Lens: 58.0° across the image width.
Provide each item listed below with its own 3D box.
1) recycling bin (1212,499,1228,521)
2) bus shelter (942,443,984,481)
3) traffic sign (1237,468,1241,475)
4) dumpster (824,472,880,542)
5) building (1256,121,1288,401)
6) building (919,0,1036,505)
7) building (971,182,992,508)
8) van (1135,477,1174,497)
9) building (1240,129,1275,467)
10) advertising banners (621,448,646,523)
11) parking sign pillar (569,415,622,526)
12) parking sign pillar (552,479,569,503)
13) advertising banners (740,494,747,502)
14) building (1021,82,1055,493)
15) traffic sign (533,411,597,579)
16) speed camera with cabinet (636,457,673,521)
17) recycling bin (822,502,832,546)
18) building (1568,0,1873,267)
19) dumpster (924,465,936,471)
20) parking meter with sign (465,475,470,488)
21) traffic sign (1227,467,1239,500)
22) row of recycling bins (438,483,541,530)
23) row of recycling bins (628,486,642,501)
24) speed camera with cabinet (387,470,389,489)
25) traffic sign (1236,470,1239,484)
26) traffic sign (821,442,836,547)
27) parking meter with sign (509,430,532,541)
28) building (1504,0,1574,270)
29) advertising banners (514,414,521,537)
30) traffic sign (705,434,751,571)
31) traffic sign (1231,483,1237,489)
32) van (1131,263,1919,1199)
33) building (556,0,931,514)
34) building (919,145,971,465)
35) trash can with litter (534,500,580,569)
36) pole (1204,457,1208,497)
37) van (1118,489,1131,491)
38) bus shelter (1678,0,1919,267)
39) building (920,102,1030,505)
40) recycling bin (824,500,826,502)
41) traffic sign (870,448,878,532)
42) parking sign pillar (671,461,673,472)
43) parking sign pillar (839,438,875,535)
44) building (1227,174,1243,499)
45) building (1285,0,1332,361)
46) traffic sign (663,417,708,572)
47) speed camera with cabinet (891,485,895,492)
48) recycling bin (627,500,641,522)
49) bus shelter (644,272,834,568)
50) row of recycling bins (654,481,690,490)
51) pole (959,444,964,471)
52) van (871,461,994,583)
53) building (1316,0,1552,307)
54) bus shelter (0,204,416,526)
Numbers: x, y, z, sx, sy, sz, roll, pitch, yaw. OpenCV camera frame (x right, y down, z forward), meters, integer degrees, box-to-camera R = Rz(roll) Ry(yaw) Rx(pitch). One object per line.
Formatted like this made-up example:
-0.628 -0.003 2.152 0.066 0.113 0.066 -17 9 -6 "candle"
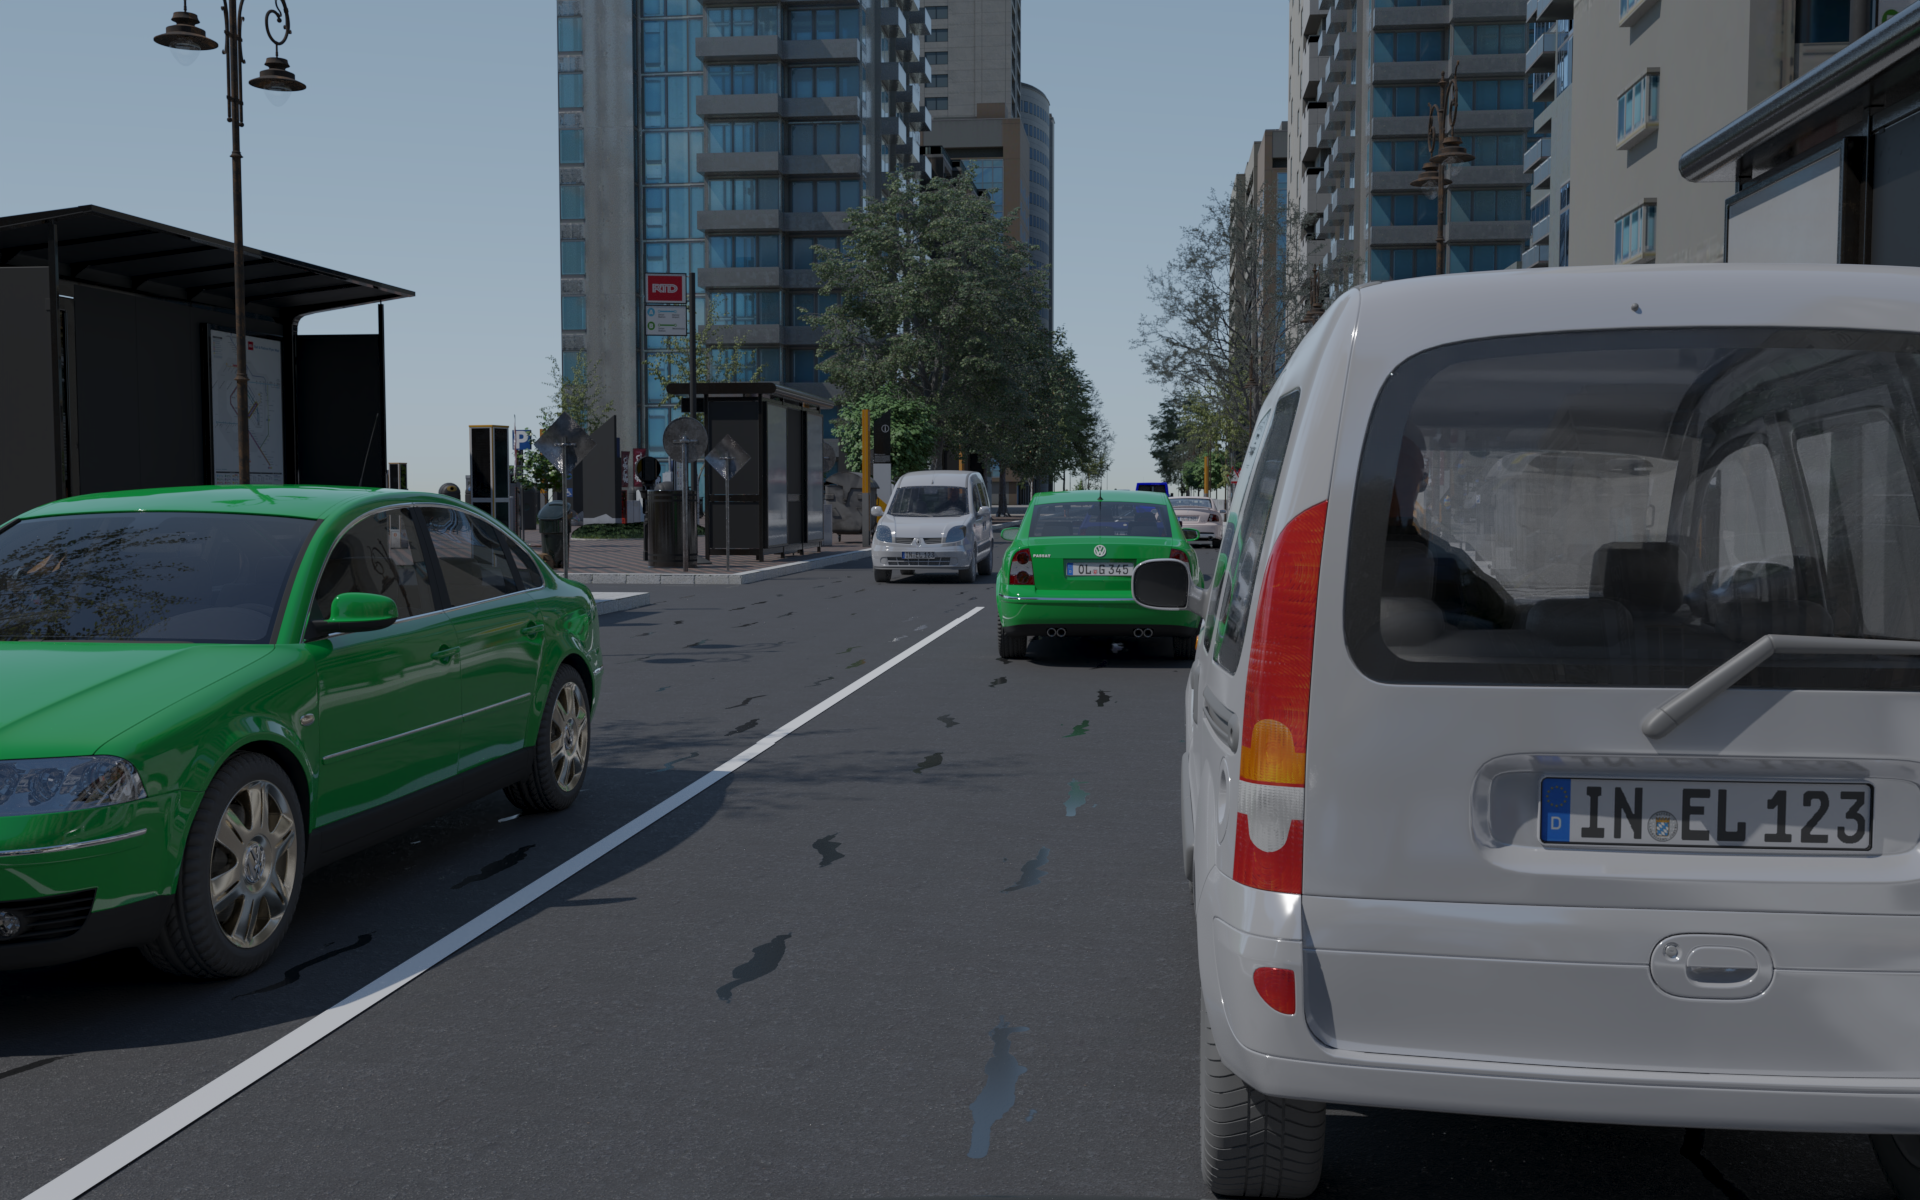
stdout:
12.251 -4.215 81.477 0.722 1.027 0.722 2 4 32 "recycling bin"
0.246 -5.195 76.223 1.731 3.624 6.357 0 4 7 "bus shelter"
14.026 -5.300 86.660 0.884 2.594 0.081 1 4 14 "traffic sign"
-2.876 -2.445 45.735 1.264 1.857 1.865 0 4 6 "dumpster"
42.952 -34.123 208.029 14.600 45.320 14.200 0 4 7 "building"
-0.617 -47.843 220.491 20.563 71.187 20.611 0 4 7 "building"
-4.745 -23.625 157.963 14.160 30.474 14.107 0 4 7 "building"
10.266 -5.385 92.424 2.240 2.365 5.245 0 4 7 "van"
48.264 -36.800 225.387 21.300 48.544 21.600 0 4 7 "building"
-12.946 -4.265 65.926 2.074 3.025 0.090 0 4 4 "advertising banners"
-12.279 -4.339 59.415 1.447 3.967 1.447 1 4 22 "parking sign pillar"
-15.520 -4.970 69.724 1.447 3.967 1.447 1 4 10 "parking sign pillar"
-10.010 -5.330 83.332 0.090 3.025 2.074 -3 4 -39 "advertising banners"
1.963 -43.012 245.245 21.231 58.520 28.212 0 4 7 "building"
-4.803 -1.066 21.076 0.795 2.450 0.064 0 4 7 "traffic sign"
-12.407 -4.728 71.643 0.660 3.252 2.038 3 5 41 "speed camera with cabinet"
-3.637 -1.843 42.694 0.722 1.027 0.722 3 4 37 "recycling bin"
27.235 -25.629 42.733 21.600 48.544 21.300 0 4 7 "building"
-1.317 -3.355 57.342 1.502 2.255 1.985 0 4 6 "dumpster"
-19.599 -4.515 70.075 1.738 3.016 0.543 1 4 18 "parking meter with sign"
12.721 -4.941 80.790 0.884 2.594 0.081 1 4 9 "traffic sign"
-16.956 -3.365 62.123 3.534 1.692 1.069 0 4 1 "row of recycling bins"
-13.998 -4.257 76.712 1.069 1.692 3.534 0 4 2 "row of recycling bins"
-20.709 -4.062 60.754 0.660 3.252 2.038 1 4 9 "speed camera with cabinet"
14.998 -5.680 92.979 0.768 2.556 0.104 0 4 8 "traffic sign"
-3.385 -2.555 41.883 0.768 2.556 0.104 1 4 10 "traffic sign"
-12.070 -3.050 46.134 0.543 3.016 1.738 1 4 15 "parking meter with sign"
35.559 -46.958 80.439 22.319 86.520 31.000 0 4 7 "building"
-9.994 -2.621 39.045 0.090 3.025 2.074 -1 4 -12 "advertising banners"
-3.892 -1.551 29.009 0.795 2.450 0.064 0 4 7 "traffic sign"
15.451 -5.934 97.127 0.768 2.556 0.104 0 4 7 "traffic sign"
1.473 0.135 4.808 2.013 2.044 4.112 0 4 7 "van"
-14.070 -30.655 120.814 23.786 49.044 30.456 0 4 7 "building"
-7.088 -22.767 143.946 14.160 30.474 14.107 0 4 7 "building"
-6.999 -1.122 29.724 0.624 1.170 1.055 1 4 11 "trash can with litter"
13.417 -6.147 94.343 0.158 3.312 0.155 0 3 0 "pole"
21.039 -13.346 222.584 2.240 2.365 5.245 0 4 8 "van"
5.232 -1.906 8.797 2.179 5.291 8.768 0 4 7 "bus shelter"
0.683 -33.802 202.774 14.600 45.320 14.200 0 4 7 "building"
-5.862 -3.719 73.359 0.722 1.027 0.722 0 4 -6 "recycling bin"
-2.324 -2.924 47.915 0.768 2.556 0.104 1 4 12 "traffic sign"
-16.470 -6.818 99.950 1.447 3.967 1.447 -1 4 -14 "parking sign pillar"
-3.188 -4.081 55.194 1.447 3.967 1.447 1 4 12 "parking sign pillar"
49.551 -38.139 247.270 21.300 48.544 21.600 0 4 7 "building"
43.434 -34.493 153.203 28.713 52.752 27.495 0 4 7 "building"
-4.533 -1.739 28.536 0.768 2.556 0.104 0 4 8 "traffic sign"
-2.287 -4.905 74.531 0.660 3.252 2.038 3 5 45 "speed camera with cabinet"
-12.946 -3.398 68.115 0.722 1.027 0.722 -1 4 -13 "recycling bin"
-4.337 -3.448 34.014 2.179 5.291 8.768 0 4 6 "bus shelter"
-9.509 -3.055 57.057 1.069 1.692 3.534 0 4 -3 "row of recycling bins"
0.072 -4.697 70.637 0.158 3.312 0.155 0 3 0 "pole"
-0.413 -1.369 29.391 2.013 2.044 4.112 0 4 7 "van"
37.648 -30.886 124.599 23.786 49.044 30.456 0 4 7 "building"
-7.532 -1.589 17.267 1.731 3.624 6.357 0 4 7 "bus shelter"
